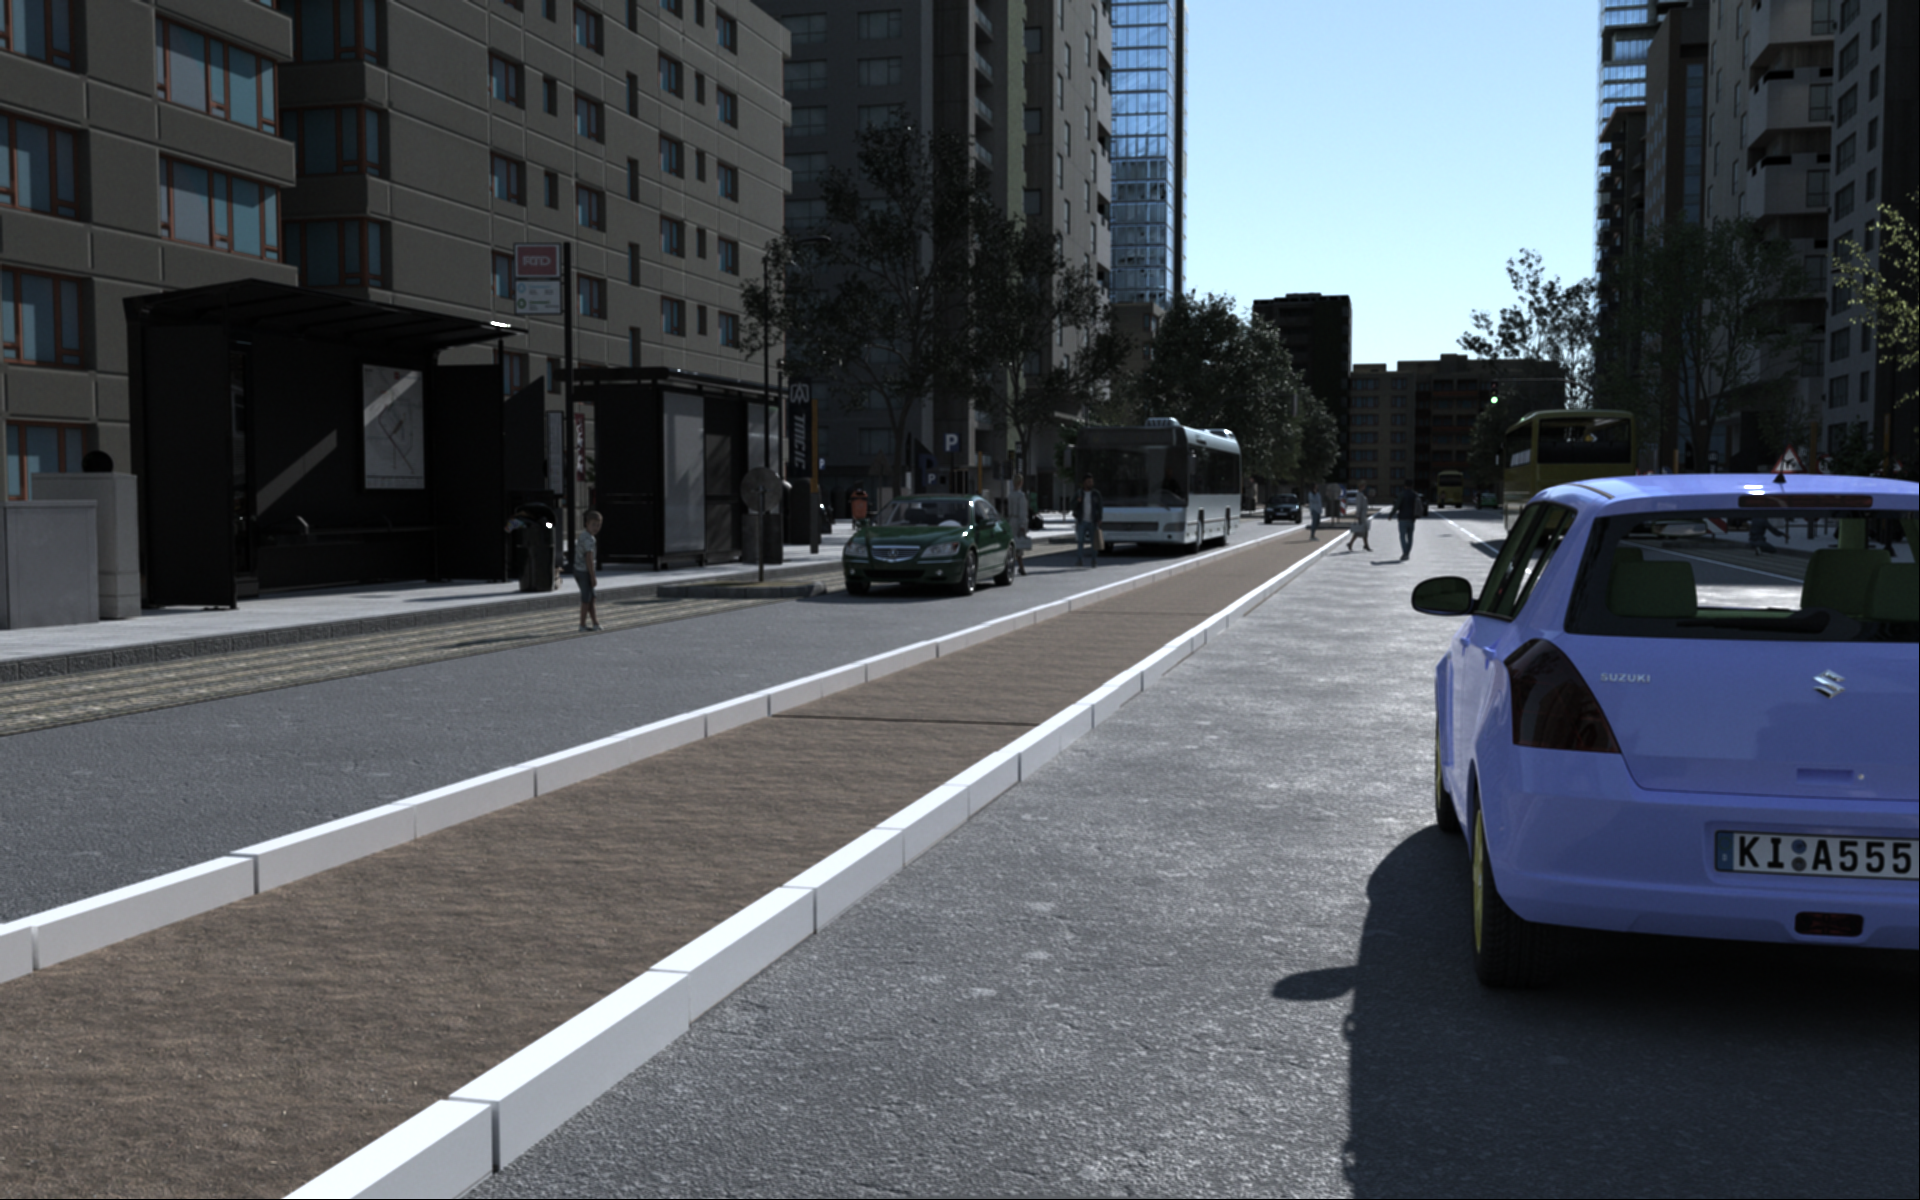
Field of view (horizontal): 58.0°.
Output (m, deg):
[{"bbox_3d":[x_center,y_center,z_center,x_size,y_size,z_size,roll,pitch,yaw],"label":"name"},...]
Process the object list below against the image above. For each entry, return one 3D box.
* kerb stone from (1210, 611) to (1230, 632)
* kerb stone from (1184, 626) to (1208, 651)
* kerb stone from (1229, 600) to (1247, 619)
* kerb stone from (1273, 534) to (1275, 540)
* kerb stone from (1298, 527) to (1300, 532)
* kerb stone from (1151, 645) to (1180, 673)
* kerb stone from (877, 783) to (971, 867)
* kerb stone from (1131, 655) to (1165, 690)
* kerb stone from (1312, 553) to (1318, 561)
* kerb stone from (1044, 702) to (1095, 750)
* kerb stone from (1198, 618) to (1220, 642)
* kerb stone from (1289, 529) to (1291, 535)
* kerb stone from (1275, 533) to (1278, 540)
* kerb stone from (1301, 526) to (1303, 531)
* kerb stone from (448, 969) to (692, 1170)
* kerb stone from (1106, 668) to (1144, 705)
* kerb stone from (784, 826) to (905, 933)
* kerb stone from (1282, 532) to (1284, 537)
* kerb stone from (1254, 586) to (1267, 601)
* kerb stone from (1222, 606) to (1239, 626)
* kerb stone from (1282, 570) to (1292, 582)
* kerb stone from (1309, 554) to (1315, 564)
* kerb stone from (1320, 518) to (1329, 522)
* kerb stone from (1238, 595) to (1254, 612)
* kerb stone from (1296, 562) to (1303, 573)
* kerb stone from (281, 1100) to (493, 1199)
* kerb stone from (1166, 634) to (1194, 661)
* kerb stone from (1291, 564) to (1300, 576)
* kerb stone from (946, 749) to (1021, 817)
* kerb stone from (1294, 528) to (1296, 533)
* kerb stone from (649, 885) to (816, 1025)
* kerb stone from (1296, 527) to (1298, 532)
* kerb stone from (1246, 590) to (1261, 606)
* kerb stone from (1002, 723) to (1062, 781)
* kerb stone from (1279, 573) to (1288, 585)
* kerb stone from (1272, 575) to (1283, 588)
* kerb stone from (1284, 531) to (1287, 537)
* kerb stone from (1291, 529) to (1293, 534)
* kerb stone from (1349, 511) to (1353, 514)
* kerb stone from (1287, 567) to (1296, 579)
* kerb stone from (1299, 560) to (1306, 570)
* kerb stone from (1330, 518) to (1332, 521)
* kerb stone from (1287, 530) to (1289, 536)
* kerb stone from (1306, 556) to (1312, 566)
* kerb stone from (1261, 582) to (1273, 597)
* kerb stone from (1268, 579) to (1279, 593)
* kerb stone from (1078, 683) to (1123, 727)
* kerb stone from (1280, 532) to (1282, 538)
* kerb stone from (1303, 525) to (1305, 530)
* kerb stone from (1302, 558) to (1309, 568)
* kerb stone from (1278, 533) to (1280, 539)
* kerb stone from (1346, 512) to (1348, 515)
[{"bbox_3d":[2.673,0.253,18.052,0.120,0.150,1.000,1,4,14],"label":"kerb stone"},{"bbox_3d":[2.159,0.375,16.071,0.120,0.150,1.000,1,4,14],"label":"kerb stone"},{"bbox_3d":[3.186,0.132,20.032,0.120,0.150,1.000,1,4,14],"label":"kerb stone"},{"bbox_3d":[9.338,-1.842,52.311,0.120,0.150,1.000,1,4,14],"label":"kerb stone"},{"bbox_3d":[12.414,-2.570,64.216,0.120,0.150,1.000,1,4,14],"label":"kerb stone"},{"bbox_3d":[1.644,0.501,14.078,0.120,0.150,1.000,1,4,14],"label":"kerb stone"},{"bbox_3d":[-0.146,0.921,7.141,0.120,0.150,1.000,1,4,14],"label":"kerb stone"},{"bbox_3d":[1.398,0.557,13.086,0.120,0.150,1.000,1,4,14],"label":"kerb stone"},{"bbox_3d":[7.284,-0.839,35.926,0.120,0.150,1.000,1,4,14],"label":"kerb stone"},{"bbox_3d":[0.624,0.743,10.114,0.120,0.150,1.000,1,4,14],"label":"kerb stone"},{"bbox_3d":[2.421,0.314,17.059,0.120,0.150,1.000,1,4,14],"label":"kerb stone"},{"bbox_3d":[11.133,-2.267,59.254,0.120,0.150,1.000,1,4,14],"label":"kerb stone"},{"bbox_3d":[9.598,-1.903,53.305,0.120,0.150,1.000,1,4,14],"label":"kerb stone"},{"bbox_3d":[12.927,-2.688,66.201,0.120,0.150,1.000,1,4,14],"label":"kerb stone"},{"bbox_3d":[-0.907,1.103,4.162,0.120,0.150,1.000,1,4,14],"label":"kerb stone"},{"bbox_3d":[1.135,0.618,12.098,0.120,0.150,1.000,1,4,14],"label":"kerb stone"},{"bbox_3d":[-0.401,0.982,6.144,0.120,0.150,1.000,1,4,14],"label":"kerb stone"},{"bbox_3d":[10.361,-2.085,56.277,0.120,0.150,1.000,1,4,14],"label":"kerb stone"},{"bbox_3d":[3.950,-0.050,23.020,0.120,0.150,1.000,1,4,14],"label":"kerb stone"},{"bbox_3d":[2.934,0.196,19.041,0.120,0.150,1.000,1,4,14],"label":"kerb stone"},{"bbox_3d":[5.232,-0.353,27.974,0.120,0.150,1.000,1,4,14],"label":"kerb stone"},{"bbox_3d":[7.029,-0.778,34.937,0.120,0.150,1.000,1,4,14],"label":"kerb stone"},{"bbox_3d":[18.436,-4.000,87.597,0.120,0.150,1.000,1,4,14],"label":"kerb stone"},{"bbox_3d":[3.438,0.071,21.029,0.120,0.150,1.000,1,4,14],"label":"kerb stone"},{"bbox_3d":[5.999,-0.536,30.962,0.120,0.150,1.000,1,4,14],"label":"kerb stone"},{"bbox_3d":[-1.167,1.163,3.174,0.120,0.150,1.000,1,4,14],"label":"kerb stone"},{"bbox_3d":[1.898,0.435,15.083,0.120,0.150,1.000,1,4,14],"label":"kerb stone"},{"bbox_3d":[5.745,-0.475,29.962,0.120,0.150,1.000,1,4,14],"label":"kerb stone"},{"bbox_3d":[0.108,0.860,8.131,0.120,0.150,1.000,1,4,14],"label":"kerb stone"},{"bbox_3d":[11.900,-2.449,62.236,0.120,0.150,1.000,1,4,14],"label":"kerb stone"},{"bbox_3d":[-0.659,1.042,5.155,0.120,0.150,1.000,1,4,14],"label":"kerb stone"},{"bbox_3d":[12.161,-2.509,63.225,0.120,0.150,1.000,1,4,14],"label":"kerb stone"},{"bbox_3d":[3.695,0.010,22.030,0.120,0.150,1.000,1,4,14],"label":"kerb stone"},{"bbox_3d":[0.370,0.802,9.119,0.120,0.150,1.000,1,4,14],"label":"kerb stone"},{"bbox_3d":[4.978,-0.291,26.984,0.120,0.150,1.000,1,4,14],"label":"kerb stone"},{"bbox_3d":[4.719,-0.232,25.995,0.120,0.150,1.000,1,4,14],"label":"kerb stone"},{"bbox_3d":[10.618,-2.145,57.269,0.120,0.150,1.000,1,4,14],"label":"kerb stone"},{"bbox_3d":[11.387,-2.318,60.250,0.120,0.150,1.000,1,4,14],"label":"kerb stone"},{"bbox_3d":[28.426,-6.366,126.280,0.120,0.150,1.000,1,4,14],"label":"kerb stone"},{"bbox_3d":[5.489,-0.407,28.964,0.120,0.150,1.000,1,4,14],"label":"kerb stone"},{"bbox_3d":[6.256,-0.597,31.955,0.120,0.150,1.000,1,4,14],"label":"kerb stone"},{"bbox_3d":[19.220,-4.181,90.566,0.120,0.150,1.000,1,4,14],"label":"kerb stone"},{"bbox_3d":[10.879,-2.206,58.257,0.120,0.150,1.000,1,4,14],"label":"kerb stone"},{"bbox_3d":[6.770,-0.717,33.945,0.120,0.150,1.000,1,4,14],"label":"kerb stone"},{"bbox_3d":[4.210,-0.110,24.009,0.120,0.150,1.000,1,4,14],"label":"kerb stone"},{"bbox_3d":[4.467,-0.171,24.998,0.120,0.150,1.000,1,4,14],"label":"kerb stone"},{"bbox_3d":[0.887,0.681,11.107,0.120,0.150,1.000,1,4,14],"label":"kerb stone"},{"bbox_3d":[10.109,-2.022,55.287,0.120,0.150,1.000,1,4,14],"label":"kerb stone"},{"bbox_3d":[13.180,-2.747,67.192,0.120,0.150,1.000,1,4,14],"label":"kerb stone"},{"bbox_3d":[6.508,-0.658,32.948,0.120,0.150,1.000,1,4,14],"label":"kerb stone"},{"bbox_3d":[9.850,-1.963,54.298,0.120,0.150,1.000,1,4,14],"label":"kerb stone"},{"bbox_3d":[25.360,-5.637,114.381,0.120,0.150,1.000,1,4,14],"label":"kerb stone"}]
